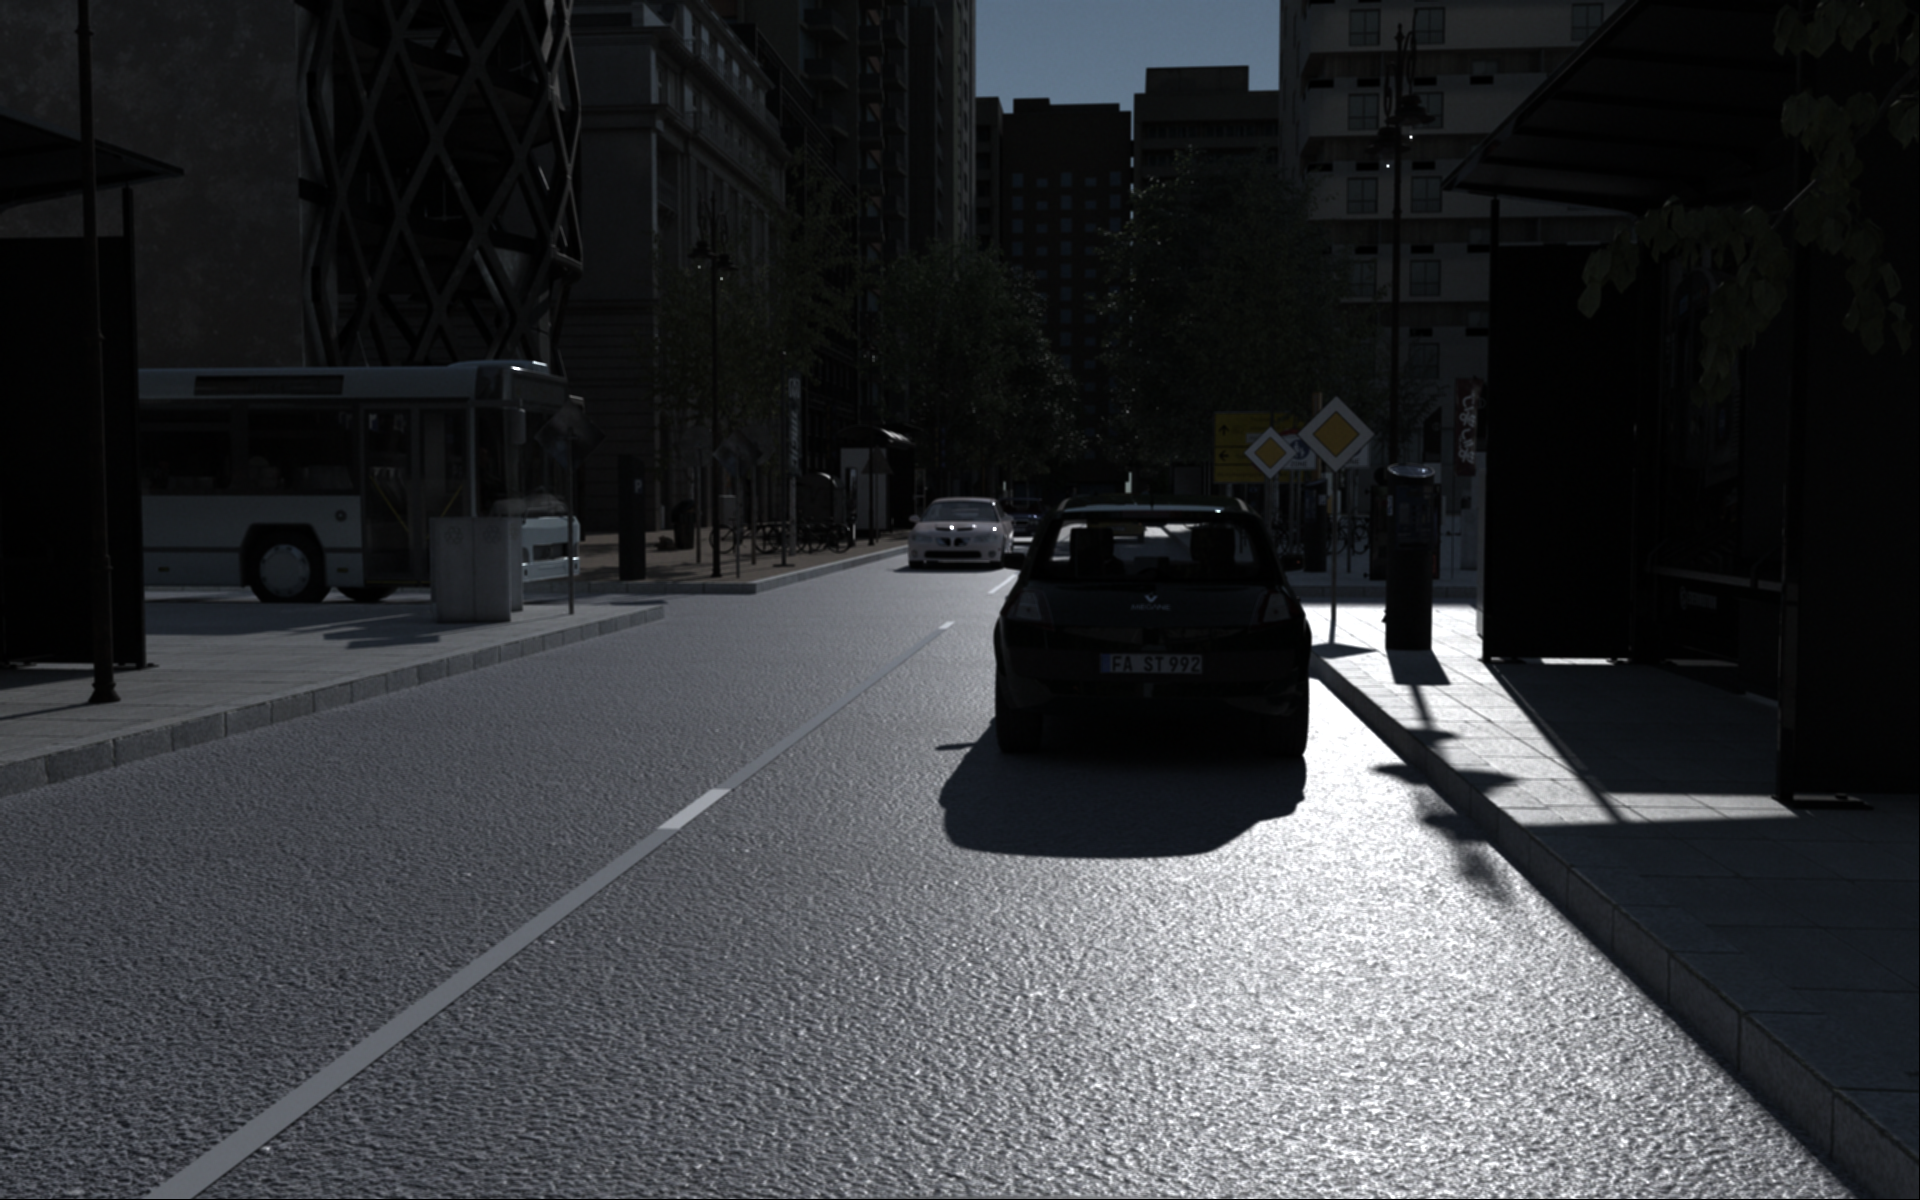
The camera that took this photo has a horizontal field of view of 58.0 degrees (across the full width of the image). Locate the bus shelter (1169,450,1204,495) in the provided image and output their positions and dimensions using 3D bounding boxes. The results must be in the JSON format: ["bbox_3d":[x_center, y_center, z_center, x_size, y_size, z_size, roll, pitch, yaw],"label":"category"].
[{"bbox_3d":[10.909,-5.375,81.811,2.014,3.302,5.546,0,4,6],"label":"bus shelter"}]

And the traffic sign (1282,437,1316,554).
[{"bbox_3d":[5.914,-1.720,30.258,0.606,2.300,0.079,1,4,12],"label":"traffic sign"}]

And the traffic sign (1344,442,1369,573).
[{"bbox_3d":[6.325,-1.589,28.110,0.606,2.300,0.079,0,4,6],"label":"traffic sign"}]

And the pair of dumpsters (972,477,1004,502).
[{"bbox_3d":[1.490,-5.618,94.342,1.574,2.255,4.437,0,4,5],"label":"pair of dumpsters"}]

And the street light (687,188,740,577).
[{"bbox_3d":[-3.759,-3.289,26.571,0.468,5.910,1.993,0,4,5],"label":"street light"}]

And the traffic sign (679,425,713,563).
[{"bbox_3d":[-4.868,-1.961,32.174,0.768,2.556,0.104,1,4,11],"label":"traffic sign"}]

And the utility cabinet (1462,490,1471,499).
[{"bbox_3d":[28.450,-5.343,96.032,1.173,1.500,0.318,1,4,19],"label":"utility cabinet"}]

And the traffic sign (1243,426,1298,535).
[{"bbox_3d":[4.574,-1.342,25.586,0.795,2.450,0.064,0,4,5],"label":"traffic sign"}]

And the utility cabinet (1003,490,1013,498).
[{"bbox_3d":[2.651,-5.631,100.753,0.318,1.500,1.173,2,4,32],"label":"utility cabinet"}]

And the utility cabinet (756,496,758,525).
[{"bbox_3d":[-7.527,-3.188,63.289,0.306,1.237,1.020,0,4,-6],"label":"utility cabinet"}]

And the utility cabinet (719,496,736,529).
[{"bbox_3d":[-8.597,-3.253,64.341,0.306,1.237,1.020,2,4,29],"label":"utility cabinet"}]

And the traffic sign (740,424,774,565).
[{"bbox_3d":[-3.755,-1.917,31.455,0.768,2.556,0.104,1,4,15],"label":"traffic sign"}]

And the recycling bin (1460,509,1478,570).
[{"bbox_3d":[8.963,-1.028,29.363,0.722,1.027,0.722,3,5,40],"label":"recycling bin"}]

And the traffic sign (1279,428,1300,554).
[{"bbox_3d":[6.435,-2.049,33.611,0.768,2.556,0.104,0,4,7],"label":"traffic sign"}]

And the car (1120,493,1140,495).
[{"bbox_3d":[8.243,-4.587,84.031,2.155,1.783,4.494,0,4,5],"label":"car"}]

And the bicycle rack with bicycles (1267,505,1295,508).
[{"bbox_3d":[10.092,-2.578,55.525,2.925,0.926,2.852,3,4,37],"label":"bicycle rack with bicycles"}]

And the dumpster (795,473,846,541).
[{"bbox_3d":[-3.886,-2.570,47.785,1.264,1.857,1.865,0,4,5],"label":"dumpster"}]

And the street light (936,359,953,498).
[{"bbox_3d":[-0.535,-5.312,59.635,0.468,5.910,1.993,0,4,5],"label":"street light"}]

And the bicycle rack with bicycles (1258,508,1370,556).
[{"bbox_3d":[7.345,-1.429,36.752,2.925,0.926,2.852,-1,4,-13],"label":"bicycle rack with bicycles"}]

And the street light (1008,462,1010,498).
[{"bbox_3d":[2.650,-7.375,93.376,0.468,5.910,1.993,0,4,5],"label":"street light"}]

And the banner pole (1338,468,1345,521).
[{"bbox_3d":[18.218,-5.683,82.927,0.401,3.779,0.863,3,5,44],"label":"banner pole"}]

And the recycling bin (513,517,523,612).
[{"bbox_3d":[-5.264,-0.386,18.858,0.722,1.027,0.722,2,4,28],"label":"recycling bin"}]

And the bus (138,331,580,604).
[{"bbox_3d":[-10.877,-1.688,22.462,13.247,3.499,2.948,0,4,6],"label":"bus"}]

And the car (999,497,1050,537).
[{"bbox_3d":[1.750,-2.333,50.725,1.945,1.354,3.894,0,4,6],"label":"car"}]

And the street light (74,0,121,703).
[{"bbox_3d":[-5.288,-2.308,10.526,0.468,5.910,1.993,0,4,5],"label":"street light"}]

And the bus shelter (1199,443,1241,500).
[{"bbox_3d":[11.113,-5.787,72.243,2.179,5.291,8.768,0,4,5],"label":"bus shelter"}]

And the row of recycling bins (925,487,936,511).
[{"bbox_3d":[-2.516,-5.459,96.362,3.534,1.692,1.069,3,5,39],"label":"row of recycling bins"}]

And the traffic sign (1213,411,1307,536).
[{"bbox_3d":[7.350,-2.978,42.561,2.265,3.308,0.079,1,4,13],"label":"traffic sign"}]

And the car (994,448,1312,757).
[{"bbox_3d":[1.208,-0.069,10.910,2.009,1.686,4.222,0,4,6],"label":"car"}]

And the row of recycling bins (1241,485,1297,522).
[{"bbox_3d":[14.167,-4.545,81.420,3.534,1.692,1.069,0,4,5],"label":"row of recycling bins"}]

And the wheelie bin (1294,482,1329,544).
[{"bbox_3d":[9.086,-2.258,44.826,0.980,1.594,0.693,2,4,35],"label":"wheelie bin"}]

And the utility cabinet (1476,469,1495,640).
[{"bbox_3d":[4.788,-0.406,15.320,0.318,1.500,1.173,1,4,12],"label":"utility cabinet"}]

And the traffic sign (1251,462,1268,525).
[{"bbox_3d":[7.440,-2.569,42.115,0.768,2.556,0.104,1,4,14],"label":"traffic sign"}]

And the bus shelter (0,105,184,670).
[{"bbox_3d":[-6.753,-1.123,9.650,1.731,3.624,6.357,0,4,5],"label":"bus shelter"}]

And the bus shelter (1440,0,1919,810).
[{"bbox_3d":[4.195,-1.148,10.053,1.731,3.624,6.357,0,4,5],"label":"bus shelter"}]

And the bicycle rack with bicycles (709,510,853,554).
[{"bbox_3d":[-3.711,-1.511,38.080,2.925,0.926,2.852,1,4,16],"label":"bicycle rack with bicycles"}]

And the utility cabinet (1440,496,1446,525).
[{"bbox_3d":[19.611,-3.703,71.703,0.306,1.237,1.020,-3,4,-38],"label":"utility cabinet"}]

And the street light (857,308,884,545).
[{"bbox_3d":[-2.217,-4.301,43.109,0.468,5.910,1.993,0,4,5],"label":"street light"}]

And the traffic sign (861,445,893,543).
[{"bbox_3d":[-2.186,-2.791,45.638,0.884,2.594,0.081,1,4,15],"label":"traffic sign"}]

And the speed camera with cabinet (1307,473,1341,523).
[{"bbox_3d":[15.971,-4.995,76.009,0.660,3.252,2.038,3,5,42],"label":"speed camera with cabinet"}]

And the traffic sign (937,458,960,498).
[{"bbox_3d":[-0.412,-3.858,63.076,0.884,2.594,0.081,1,4,14],"label":"traffic sign"}]

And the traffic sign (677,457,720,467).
[{"bbox_3d":[-5.082,-2.055,33.609,0.884,2.594,0.081,1,4,14],"label":"traffic sign"}]

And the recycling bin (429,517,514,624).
[{"bbox_3d":[-4.961,-0.305,17.545,0.722,1.027,0.722,-1,4,-21],"label":"recycling bin"}]

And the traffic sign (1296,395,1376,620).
[{"bbox_3d":[3.815,-0.856,17.636,0.795,2.450,0.064,0,4,5],"label":"traffic sign"}]

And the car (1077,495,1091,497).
[{"bbox_3d":[9.829,-7.706,138.355,2.083,1.381,4.827,0,4,3],"label":"car"}]

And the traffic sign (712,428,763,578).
[{"bbox_3d":[-3.383,-1.390,26.363,0.795,2.450,0.064,0,4,5],"label":"traffic sign"}]

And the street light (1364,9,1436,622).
[{"bbox_3d":[4.320,-2.715,17.186,0.468,5.910,1.993,0,4,5],"label":"street light"}]

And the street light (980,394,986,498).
[{"bbox_3d":[0.973,-6.365,76.850,0.468,5.910,1.993,0,4,5],"label":"street light"}]

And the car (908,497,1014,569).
[{"bbox_3d":[0.072,-1.377,34.879,2.083,1.381,4.827,0,4,5],"label":"car"}]

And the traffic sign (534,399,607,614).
[{"bbox_3d":[-4.141,-0.903,18.414,0.795,2.450,0.064,0,4,5],"label":"traffic sign"}]

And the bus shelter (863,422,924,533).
[{"bbox_3d":[-2.426,-4.174,59.527,1.731,3.624,6.357,0,4,5],"label":"bus shelter"}]

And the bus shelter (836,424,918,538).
[{"bbox_3d":[-2.616,-3.612,52.986,2.014,3.302,5.546,0,4,6],"label":"bus shelter"}]

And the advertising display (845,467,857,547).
[{"bbox_3d":[-2.638,-2.253,42.053,0.123,1.923,0.974,0,4,6],"label":"advertising display"}]
